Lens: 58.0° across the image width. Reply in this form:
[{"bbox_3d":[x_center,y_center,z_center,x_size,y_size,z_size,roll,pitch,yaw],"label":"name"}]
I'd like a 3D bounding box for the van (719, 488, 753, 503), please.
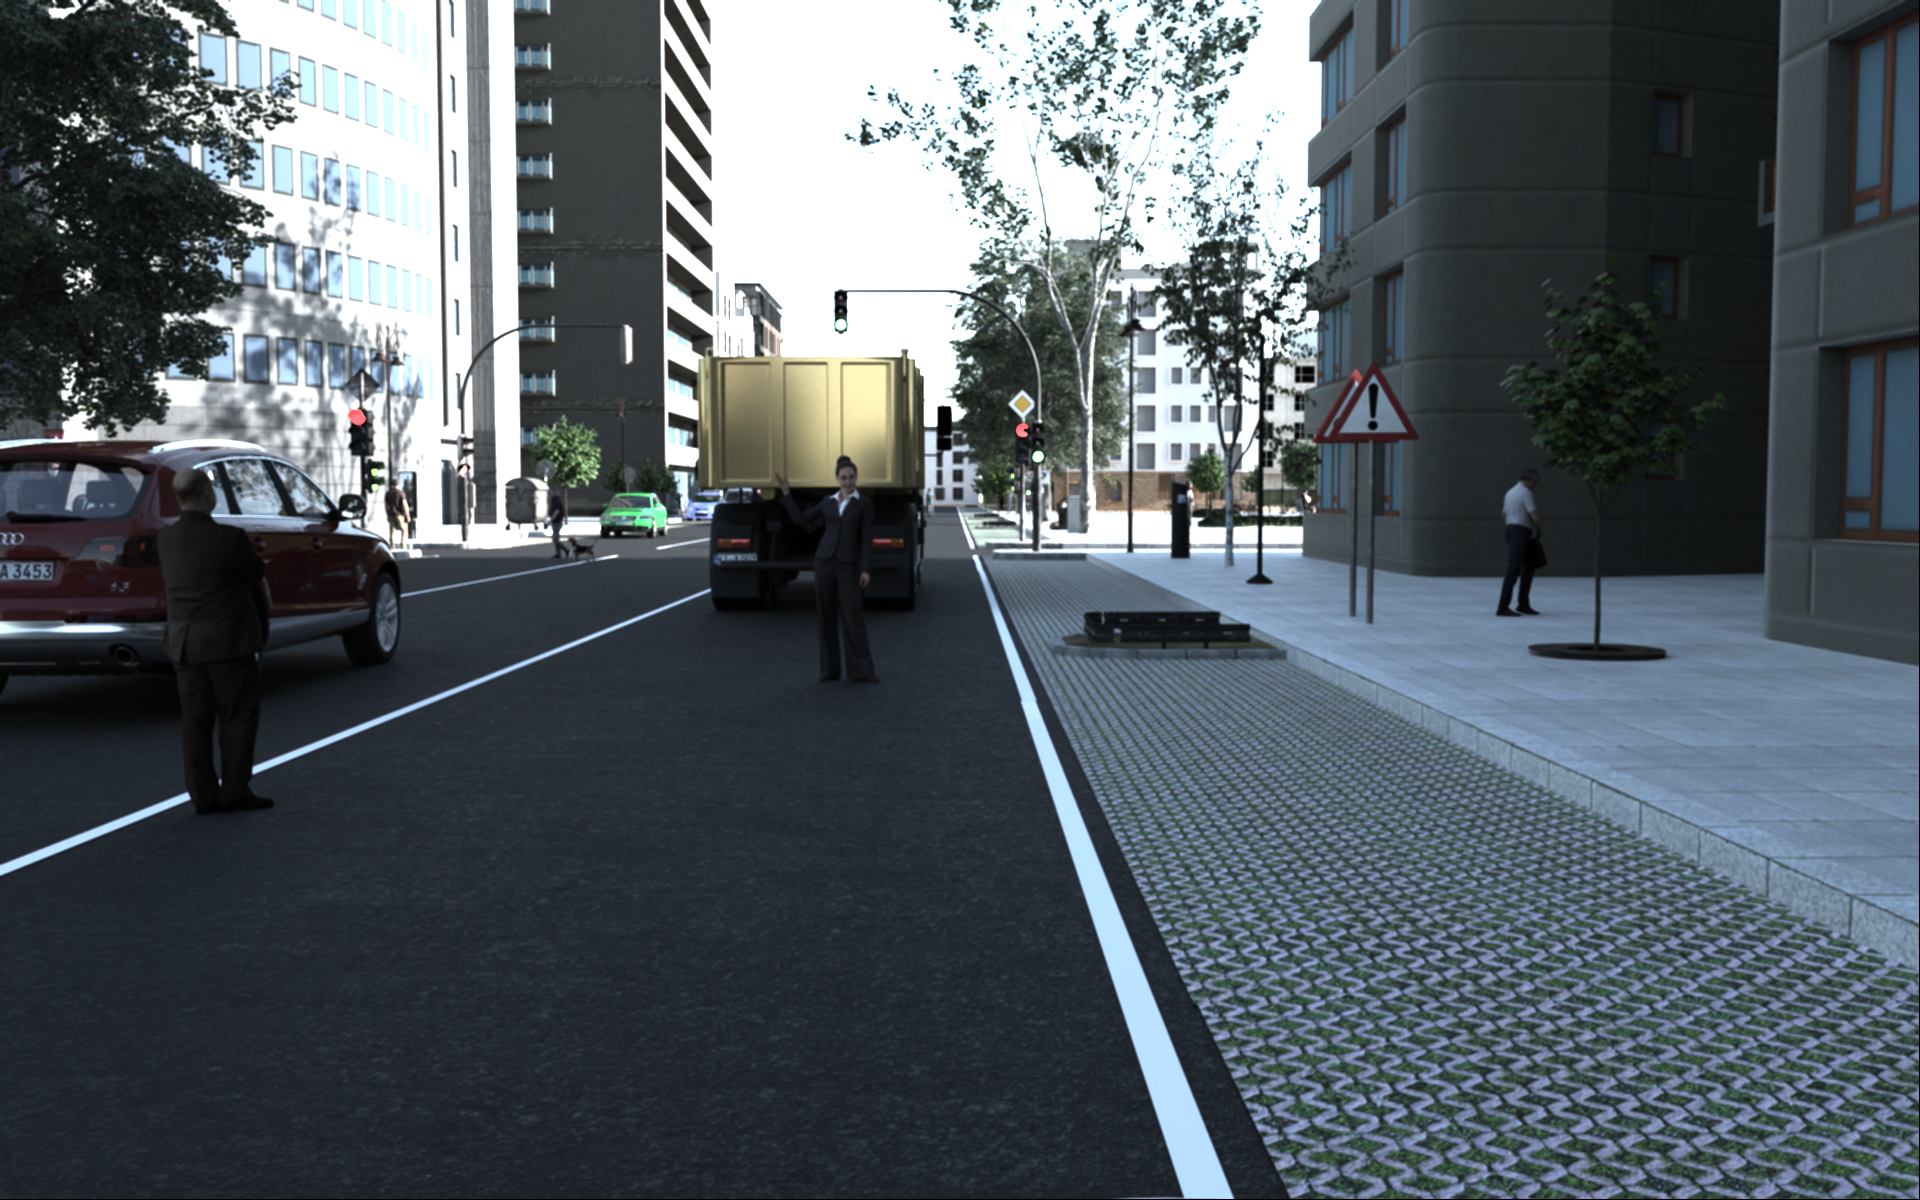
[{"bbox_3d":[-10.624,-4.714,84.089,2.013,2.044,4.112,0,4,0],"label":"van"}]

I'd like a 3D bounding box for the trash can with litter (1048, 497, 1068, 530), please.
[{"bbox_3d":[3.554,-3.087,61.853,0.624,1.170,1.055,-3,4,-38],"label":"trash can with litter"}]

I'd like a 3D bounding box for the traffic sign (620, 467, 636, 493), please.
[{"bbox_3d":[-15.556,-4.953,81.086,0.768,2.556,0.104,0,4,4],"label":"traffic sign"}]

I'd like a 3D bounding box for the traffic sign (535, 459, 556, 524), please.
[{"bbox_3d":[-15.088,-3.851,63.065,0.768,2.556,0.104,0,4,4],"label":"traffic sign"}]

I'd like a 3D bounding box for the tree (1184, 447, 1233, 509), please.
[{"bbox_3d":[17.203,-8.341,120.081,4.285,4.588,4.351,0,3,0],"label":"tree"}]

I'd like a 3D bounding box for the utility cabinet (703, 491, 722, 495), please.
[{"bbox_3d":[-15.838,-6.254,110.927,1.173,1.500,0.318,1,4,12],"label":"utility cabinet"}]

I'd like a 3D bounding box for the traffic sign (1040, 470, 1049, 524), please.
[{"bbox_3d":[3.487,-4.358,73.378,0.606,2.300,0.079,0,4,7],"label":"traffic sign"}]

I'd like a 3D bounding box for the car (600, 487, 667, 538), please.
[{"bbox_3d":[-10.939,-3.019,58.162,1.959,1.807,4.718,0,4,-2],"label":"car"}]

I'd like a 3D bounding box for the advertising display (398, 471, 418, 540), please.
[{"bbox_3d":[-15.677,-2.689,49.181,0.123,1.923,0.974,-3,5,-42],"label":"advertising display"}]

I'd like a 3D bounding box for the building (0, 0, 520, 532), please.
[{"bbox_3d":[-30.046,-31.778,61.570,21.231,58.520,28.212,0,4,0],"label":"building"}]

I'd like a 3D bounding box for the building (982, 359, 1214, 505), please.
[{"bbox_3d":[18.613,-21.502,218.018,31.486,18.905,16.747,0,4,0],"label":"building"}]

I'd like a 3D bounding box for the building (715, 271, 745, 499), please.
[{"bbox_3d":[-27.347,-16.583,137.589,16.747,18.905,31.486,0,4,0],"label":"building"}]

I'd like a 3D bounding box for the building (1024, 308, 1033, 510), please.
[{"bbox_3d":[13.405,-17.694,145.721,16.016,20.091,11.380,0,4,0],"label":"building"}]

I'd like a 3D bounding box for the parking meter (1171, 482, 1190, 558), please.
[{"bbox_3d":[4.431,-1.612,34.761,0.372,1.533,0.369,0,3,0],"label":"parking meter"}]

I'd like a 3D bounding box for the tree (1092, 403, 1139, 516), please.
[{"bbox_3d":[8.031,-9.229,101.261,4.737,8.622,4.395,0,3,0],"label":"tree"}]

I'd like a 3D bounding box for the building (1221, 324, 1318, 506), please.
[{"bbox_3d":[45.377,-19.562,186.290,31.486,18.905,16.747,0,4,0],"label":"building"}]

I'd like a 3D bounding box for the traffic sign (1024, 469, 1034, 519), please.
[{"bbox_3d":[3.519,-5.377,88.018,0.768,2.556,0.104,0,4,1],"label":"traffic sign"}]

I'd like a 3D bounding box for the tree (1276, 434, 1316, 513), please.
[{"bbox_3d":[18.687,-6.725,93.673,4.285,4.588,4.351,0,3,0],"label":"tree"}]

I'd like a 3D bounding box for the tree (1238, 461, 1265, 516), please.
[{"bbox_3d":[17.202,-6.474,100.456,1.663,3.219,1.824,0,3,0],"label":"tree"}]

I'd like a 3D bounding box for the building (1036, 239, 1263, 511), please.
[{"bbox_3d":[14.367,-16.981,134.067,16.016,20.091,11.380,0,4,0],"label":"building"}]

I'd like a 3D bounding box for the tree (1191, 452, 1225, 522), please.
[{"bbox_3d":[11.334,-5.223,79.998,1.663,3.219,1.824,0,3,0],"label":"tree"}]

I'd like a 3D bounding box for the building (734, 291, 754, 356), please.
[{"bbox_3d":[-26.953,-18.503,158.946,16.016,20.091,11.380,0,4,0],"label":"building"}]

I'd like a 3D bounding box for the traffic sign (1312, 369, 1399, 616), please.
[{"bbox_3d":[4.119,-1.107,18.100,0.884,2.594,0.081,0,4,7],"label":"traffic sign"}]

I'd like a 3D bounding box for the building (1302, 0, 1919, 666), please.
[{"bbox_3d":[20.933,-10.740,20.643,27.650,21.520,28.899,0,4,0],"label":"building"}]

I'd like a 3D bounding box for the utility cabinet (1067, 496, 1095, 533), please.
[{"bbox_3d":[3.988,-2.821,57.290,0.306,1.237,1.020,-3,5,-39],"label":"utility cabinet"}]

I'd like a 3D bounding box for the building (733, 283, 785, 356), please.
[{"bbox_3d":[-35.602,-20.634,181.332,32.646,21.610,27.936,0,4,0],"label":"building"}]

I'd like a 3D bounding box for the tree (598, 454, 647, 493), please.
[{"bbox_3d":[-16.312,-5.417,83.170,1.663,3.219,1.824,0,3,0],"label":"tree"}]

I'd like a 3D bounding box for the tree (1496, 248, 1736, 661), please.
[{"bbox_3d":[5.205,-1.166,13.671,1.663,3.219,1.824,0,3,0],"label":"tree"}]

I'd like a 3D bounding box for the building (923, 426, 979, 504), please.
[{"bbox_3d":[-11.488,-16.639,214.194,28.070,9.664,9.099,0,4,0],"label":"building"}]

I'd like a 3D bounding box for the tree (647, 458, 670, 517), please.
[{"bbox_3d":[-16.798,-6.000,92.696,1.663,3.219,1.824,0,3,0],"label":"tree"}]

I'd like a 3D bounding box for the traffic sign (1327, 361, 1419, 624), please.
[{"bbox_3d":[4.056,-1.044,17.074,0.884,2.594,0.081,0,4,4],"label":"traffic sign"}]

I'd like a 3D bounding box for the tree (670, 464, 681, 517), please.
[{"bbox_3d":[-16.101,-6.158,95.288,1.663,3.219,1.824,0,3,0],"label":"tree"}]

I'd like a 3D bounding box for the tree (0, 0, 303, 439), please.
[{"bbox_3d":[-16.037,-7.424,28.035,9.857,13.997,8.962,0,3,0],"label":"tree"}]

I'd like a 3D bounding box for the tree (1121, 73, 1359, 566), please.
[{"bbox_3d":[4.831,-4.909,30.625,4.360,8.622,3.978,0,3,0],"label":"tree"}]

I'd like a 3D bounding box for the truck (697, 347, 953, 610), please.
[{"bbox_3d":[-1.826,-1.779,25.019,3.469,3.379,9.791,0,4,0],"label":"truck"}]

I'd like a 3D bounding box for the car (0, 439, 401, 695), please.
[{"bbox_3d":[-5.824,-0.266,13.025,2.281,1.827,5.304,0,4,-1],"label":"car"}]

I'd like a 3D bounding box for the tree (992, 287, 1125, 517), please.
[{"bbox_3d":[5.124,-10.690,92.915,7.486,12.596,7.792,0,3,0],"label":"tree"}]

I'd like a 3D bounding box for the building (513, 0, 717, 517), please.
[{"bbox_3d":[-27.274,-29.542,106.718,21.300,48.544,21.600,0,4,0],"label":"building"}]

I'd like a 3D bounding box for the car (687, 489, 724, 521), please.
[{"bbox_3d":[-13.378,-5.024,91.733,1.945,1.707,3.694,0,4,2],"label":"car"}]

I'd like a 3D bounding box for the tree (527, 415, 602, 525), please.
[{"bbox_3d":[-16.341,-5.389,71.827,4.285,4.588,4.351,0,3,0],"label":"tree"}]

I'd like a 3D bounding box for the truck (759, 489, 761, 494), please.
[{"bbox_3d":[-10.740,-6.910,101.895,2.839,4.237,11.283,0,4,-1],"label":"truck"}]
